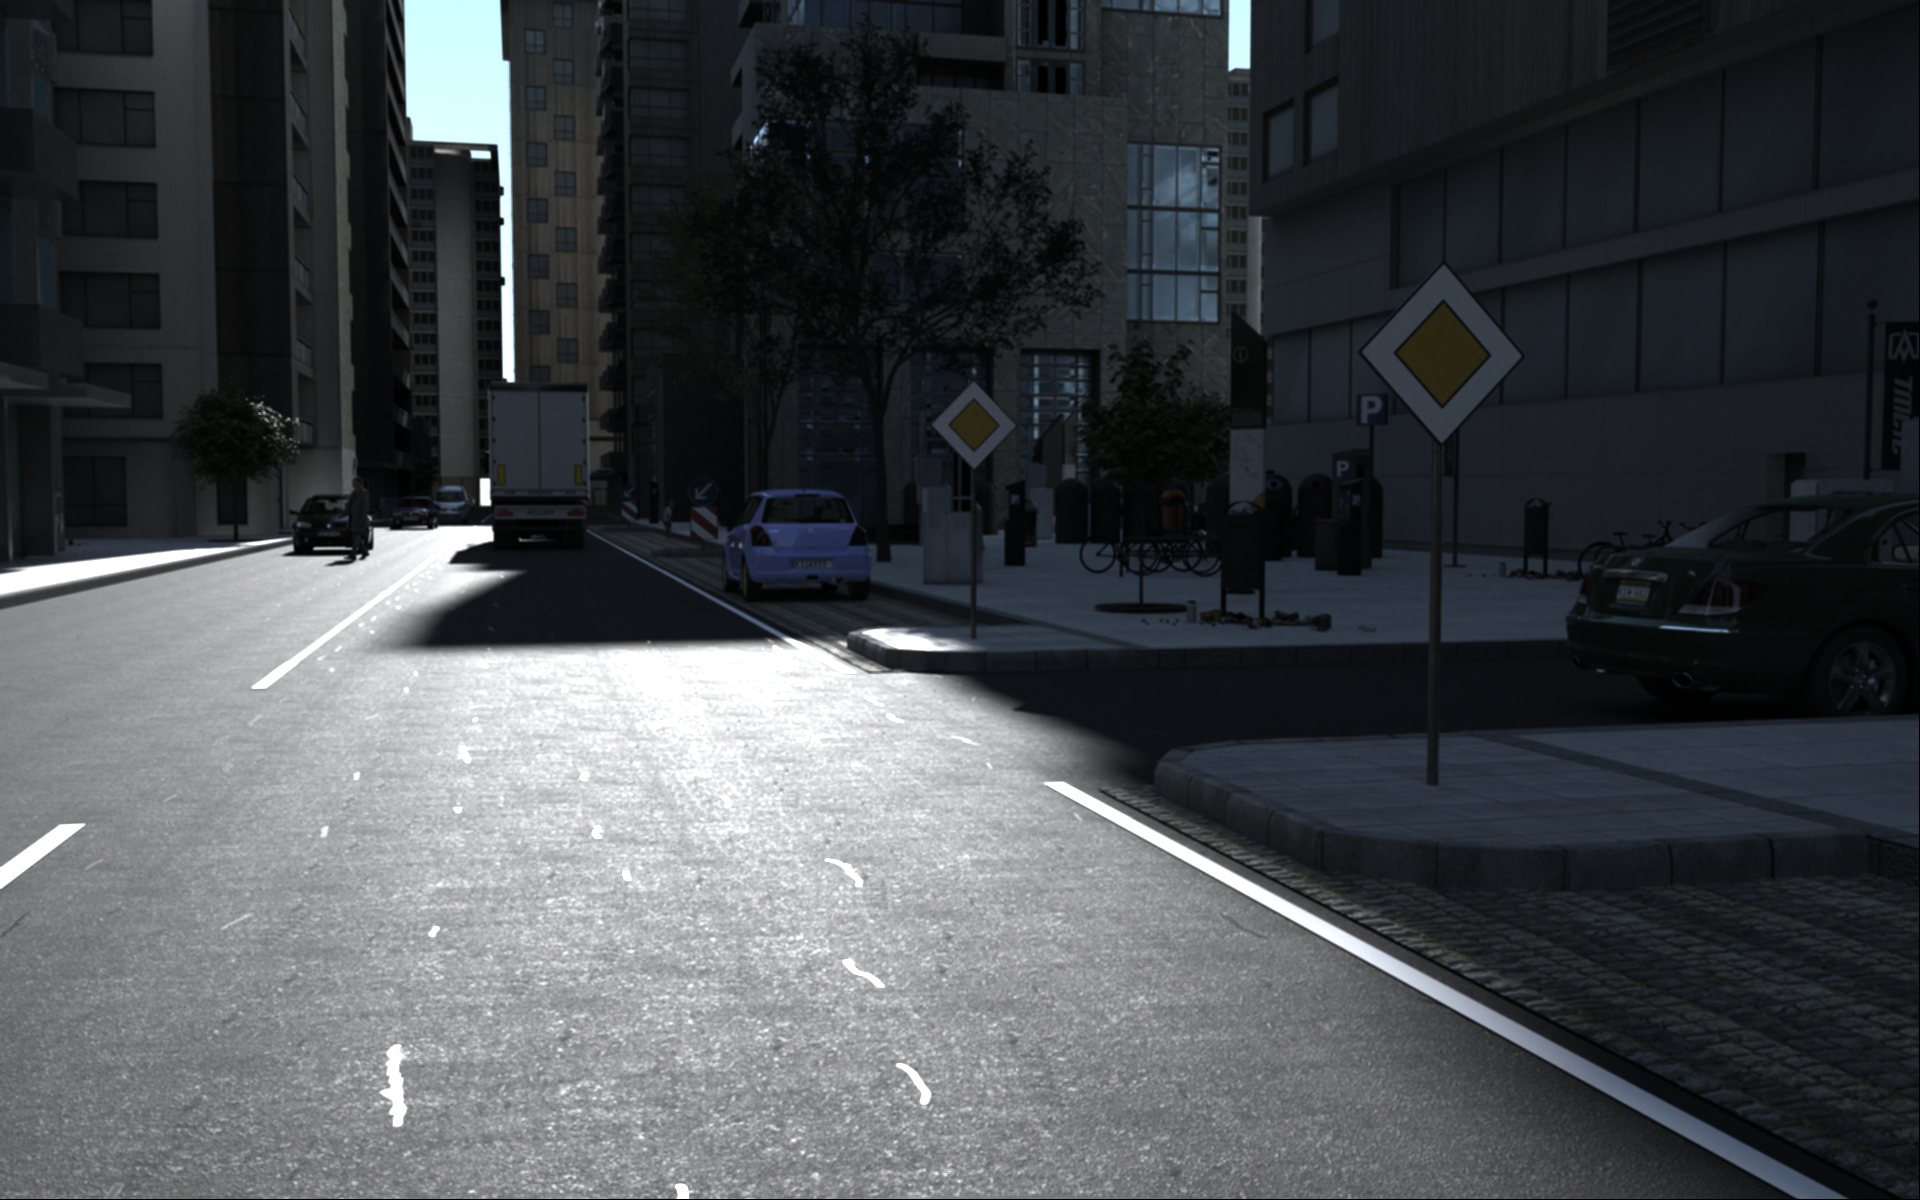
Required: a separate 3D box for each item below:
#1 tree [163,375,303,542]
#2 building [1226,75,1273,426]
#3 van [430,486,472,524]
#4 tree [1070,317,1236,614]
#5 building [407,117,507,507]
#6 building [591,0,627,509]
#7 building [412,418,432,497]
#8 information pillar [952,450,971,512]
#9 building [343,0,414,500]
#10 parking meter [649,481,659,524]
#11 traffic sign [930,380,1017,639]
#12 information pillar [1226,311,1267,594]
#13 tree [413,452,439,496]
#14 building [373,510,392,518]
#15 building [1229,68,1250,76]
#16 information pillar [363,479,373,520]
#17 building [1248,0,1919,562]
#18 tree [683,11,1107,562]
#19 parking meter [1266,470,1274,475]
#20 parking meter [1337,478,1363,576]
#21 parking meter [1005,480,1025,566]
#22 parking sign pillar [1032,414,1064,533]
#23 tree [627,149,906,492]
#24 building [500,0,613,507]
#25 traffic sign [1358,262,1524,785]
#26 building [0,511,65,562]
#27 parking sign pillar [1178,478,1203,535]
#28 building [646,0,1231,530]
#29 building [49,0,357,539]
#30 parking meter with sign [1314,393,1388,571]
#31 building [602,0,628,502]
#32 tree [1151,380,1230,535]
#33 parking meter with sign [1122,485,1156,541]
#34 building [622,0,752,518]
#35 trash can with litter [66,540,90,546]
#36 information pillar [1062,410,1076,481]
[{"bbox_3d":[-19.781,-3.871,47.005,4.285,4.588,4.351,0,3,0],"label":"tree"},{"bbox_3d":[14.565,-28.481,157.545,23.993,40.220,32.217,-1,4,-14],"label":"building"},{"bbox_3d":[-24.597,-4.682,83.570,2.013,2.044,4.112,-1,4,-15],"label":"van"},{"bbox_3d":[1.945,-1.500,19.126,1.663,3.219,1.824,0,3,0],"label":"tree"},{"bbox_3d":[-59.692,-29.876,180.349,23.993,40.220,32.217,-1,4,-14],"label":"building"},{"bbox_3d":[-19.712,-32.429,149.824,23.786,49.044,30.456,-1,4,-14],"label":"building"},{"bbox_3d":[-61.081,-50.785,143.003,31.000,86.520,22.319,-1,4,-14],"label":"building"},{"bbox_3d":[0.065,-1.476,28.625,0.304,2.012,0.304,-2,4,-23],"label":"information pillar"},{"bbox_3d":[-48.851,-30.122,116.202,21.300,48.544,21.600,-1,4,-14],"label":"building"},{"bbox_3d":[-13.225,-4.229,74.859,0.399,1.863,0.255,-2,4,-24],"label":"parking meter"},{"bbox_3d":[0.116,-0.715,15.325,0.795,2.450,0.064,-1,4,-14],"label":"traffic sign"},{"bbox_3d":[3.667,-1.883,22.139,0.504,3.616,0.183,3,4,36],"label":"information pillar"},{"bbox_3d":[-42.463,-9.297,135.724,4.285,4.588,4.351,0,3,0],"label":"tree"},{"bbox_3d":[-47.805,-24.530,92.951,32.217,40.220,23.993,-1,4,-14],"label":"building"},{"bbox_3d":[30.697,-29.830,171.322,14.086,41.232,14.154,-1,4,-14],"label":"building"},{"bbox_3d":[-29.294,-4.968,85.725,0.304,2.012,0.304,1,4,17],"label":"information pillar"},{"bbox_3d":[23.481,-27.269,35.083,27.495,52.752,28.713,-1,4,-14],"label":"building"},{"bbox_3d":[-1.398,-6.026,32.942,8.767,10.594,7.601,0,4,4],"label":"tree"},{"bbox_3d":[7.578,-2.269,42.802,0.255,1.863,0.399,-1,4,-10],"label":"parking meter"},{"bbox_3d":[6.166,-1.161,27.392,0.372,1.533,0.369,0,3,0],"label":"parking meter"},{"bbox_3d":[0.985,-1.386,31.074,0.372,1.533,0.369,0,3,0],"label":"parking meter"},{"bbox_3d":[2.927,-4.232,57.661,1.447,3.967,1.447,3,4,36],"label":"parking sign pillar"},{"bbox_3d":[-5.738,-7.673,51.212,9.928,11.665,9.643,0,3,0],"label":"tree"},{"bbox_3d":[-34.314,-36.415,184.618,27.495,52.752,28.713,-1,4,-14],"label":"building"},{"bbox_3d":[2.084,-0.241,7.586,0.795,2.450,0.064,-1,4,-14],"label":"traffic sign"},{"bbox_3d":[-26.188,-24.649,22.613,23.786,49.044,30.456,-1,4,-14],"label":"building"},{"bbox_3d":[6.776,-3.970,53.375,1.447,3.967,1.447,-1,4,-16],"label":"parking sign pillar"},{"bbox_3d":[-1.499,-46.604,74.654,22.319,86.520,31.000,-1,4,-14],"label":"building"},{"bbox_3d":[-27.171,-22.641,53.775,14.154,41.232,14.086,-1,4,-14],"label":"building"},{"bbox_3d":[6.648,-2.036,29.553,0.543,3.016,1.738,3,4,39],"label":"parking meter with sign"},{"bbox_3d":[-13.324,-28.526,121.028,22.147,44.769,28.867,-1,4,-14],"label":"building"},{"bbox_3d":[6.776,-4.061,50.104,4.285,4.588,4.351,0,3,0],"label":"tree"},{"bbox_3d":[5.163,-3.094,46.855,1.738,3.016,0.543,-1,4,-22],"label":"parking meter with sign"},{"bbox_3d":[-12.230,-25.425,99.297,14.154,41.232,14.086,-1,4,-14],"label":"building"},{"bbox_3d":[-22.682,-1.939,42.756,2.233,1.210,1.678,-3,4,-37],"label":"trash can with litter"},{"bbox_3d":[3.038,-3.475,48.171,0.183,3.616,0.504,3,5,44],"label":"information pillar"}]
